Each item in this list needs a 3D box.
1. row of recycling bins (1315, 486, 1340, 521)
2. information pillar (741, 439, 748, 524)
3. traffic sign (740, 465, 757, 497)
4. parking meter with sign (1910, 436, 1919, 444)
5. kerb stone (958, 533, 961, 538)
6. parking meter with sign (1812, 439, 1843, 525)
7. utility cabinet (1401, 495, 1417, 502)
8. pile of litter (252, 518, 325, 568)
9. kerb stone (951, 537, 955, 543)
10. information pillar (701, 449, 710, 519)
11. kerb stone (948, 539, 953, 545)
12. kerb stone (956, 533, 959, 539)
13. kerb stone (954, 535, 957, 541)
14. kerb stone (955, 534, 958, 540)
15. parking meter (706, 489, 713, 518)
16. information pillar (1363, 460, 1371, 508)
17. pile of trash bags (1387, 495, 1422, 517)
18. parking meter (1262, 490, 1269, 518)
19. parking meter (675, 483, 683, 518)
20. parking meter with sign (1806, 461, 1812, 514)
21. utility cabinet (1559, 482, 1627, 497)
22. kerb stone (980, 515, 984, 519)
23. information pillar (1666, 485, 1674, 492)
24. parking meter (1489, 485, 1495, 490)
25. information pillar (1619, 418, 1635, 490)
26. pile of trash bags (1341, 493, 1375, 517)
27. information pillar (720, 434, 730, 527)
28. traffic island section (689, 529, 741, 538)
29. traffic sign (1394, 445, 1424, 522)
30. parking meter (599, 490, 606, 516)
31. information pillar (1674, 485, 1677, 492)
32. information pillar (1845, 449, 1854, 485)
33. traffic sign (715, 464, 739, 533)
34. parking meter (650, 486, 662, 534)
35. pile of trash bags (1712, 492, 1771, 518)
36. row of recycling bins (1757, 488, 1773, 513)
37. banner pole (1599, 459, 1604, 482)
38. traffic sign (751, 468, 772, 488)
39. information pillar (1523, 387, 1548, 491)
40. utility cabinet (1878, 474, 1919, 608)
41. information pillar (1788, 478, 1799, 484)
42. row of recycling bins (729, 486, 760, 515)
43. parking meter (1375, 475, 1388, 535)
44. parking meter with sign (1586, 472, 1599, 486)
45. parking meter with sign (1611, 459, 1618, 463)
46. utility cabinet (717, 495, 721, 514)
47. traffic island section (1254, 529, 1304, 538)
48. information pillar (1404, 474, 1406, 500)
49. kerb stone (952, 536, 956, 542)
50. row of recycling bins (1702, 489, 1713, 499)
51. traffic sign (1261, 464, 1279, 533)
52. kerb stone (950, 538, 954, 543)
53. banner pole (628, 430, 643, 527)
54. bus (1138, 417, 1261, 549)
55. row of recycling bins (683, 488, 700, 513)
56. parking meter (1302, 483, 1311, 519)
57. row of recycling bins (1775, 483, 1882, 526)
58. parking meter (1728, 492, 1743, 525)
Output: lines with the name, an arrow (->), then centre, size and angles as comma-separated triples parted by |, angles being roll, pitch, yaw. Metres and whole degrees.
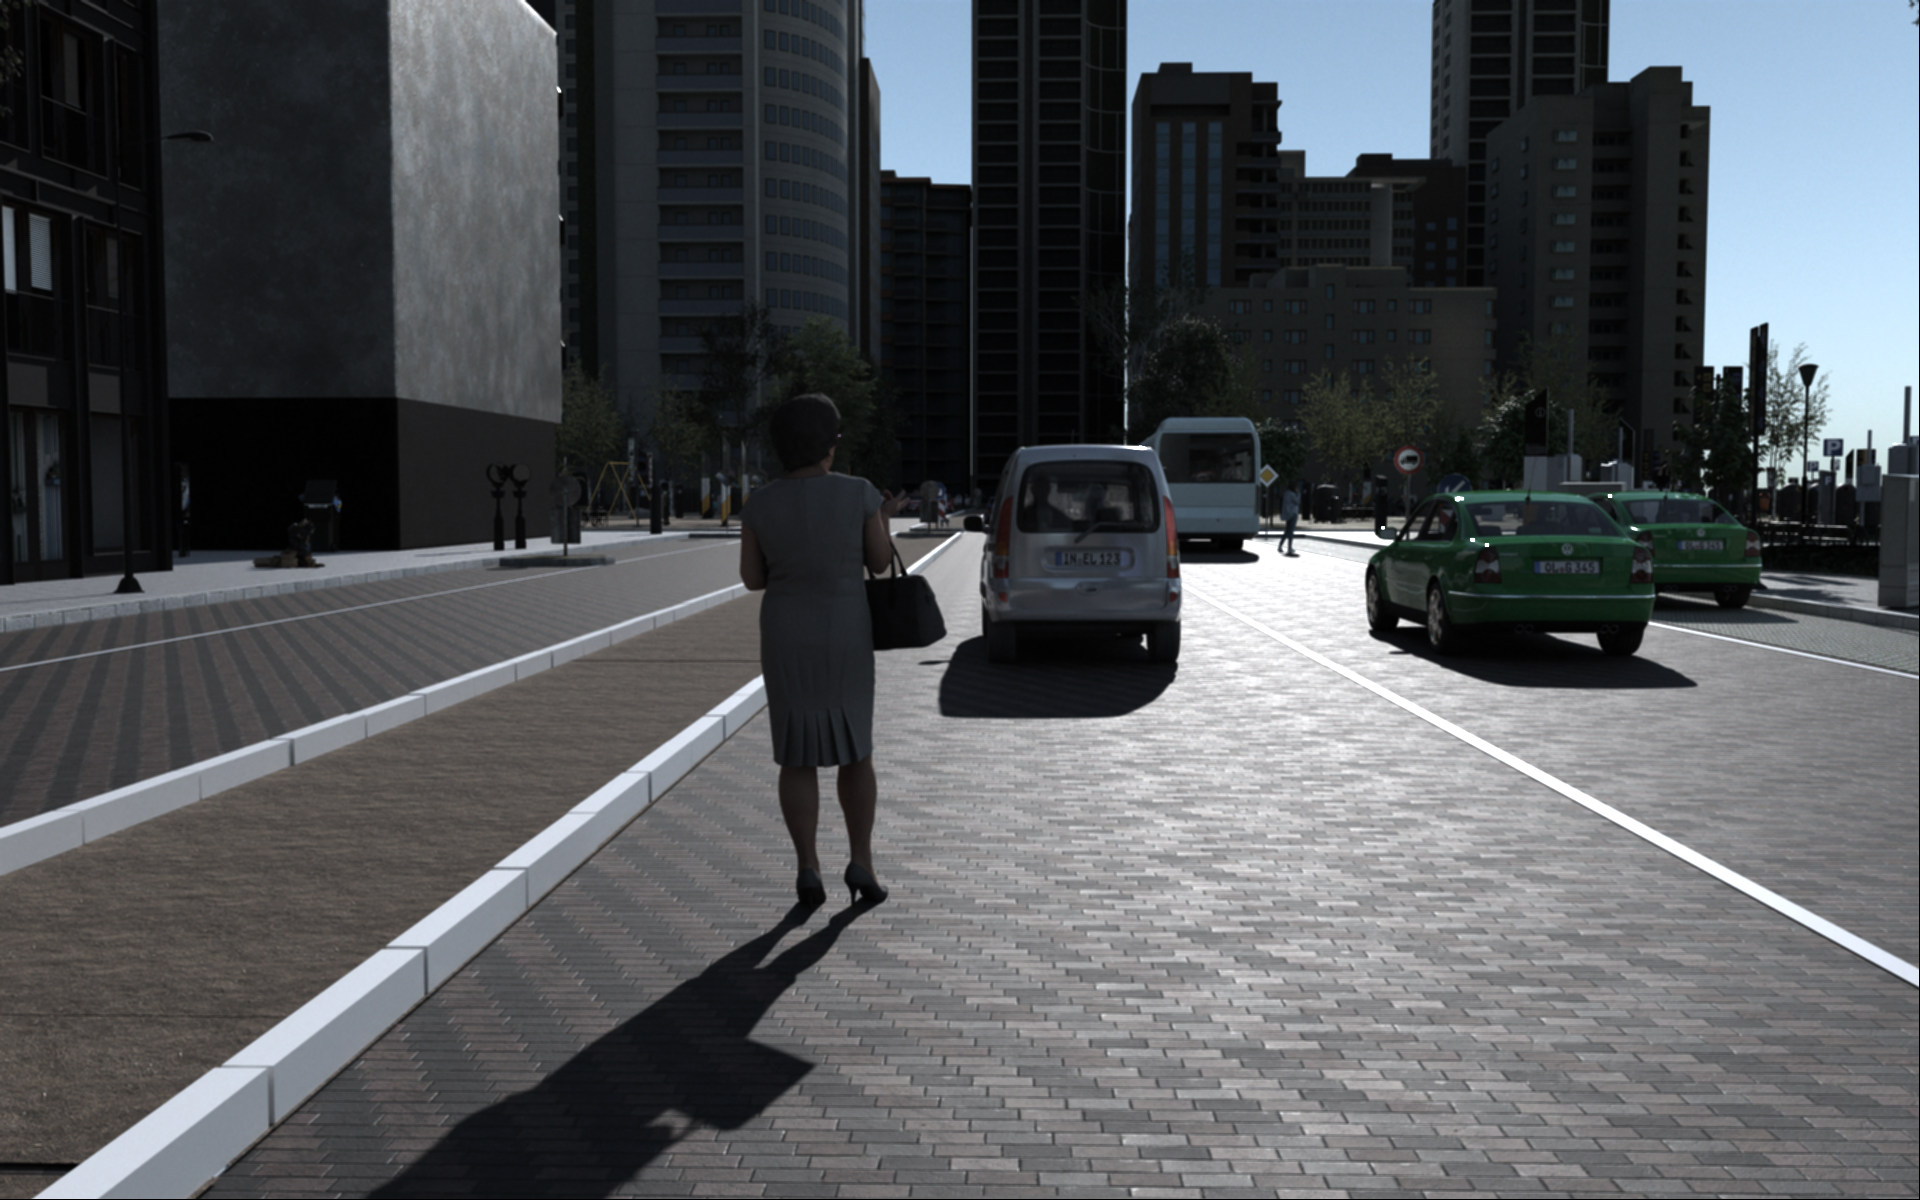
row of recycling bins -> 18.165, -4.786, 85.356 | 1.069, 1.692, 3.534 | 1, 4, 19
information pillar -> -9.151, -5.030, 73.598 | 0.183, 3.616, 0.504 | -2, 4, -26
traffic sign -> -9.233, -4.623, 75.689 | 0.768, 2.556, 0.104 | 0, 4, 6
parking meter with sign -> 28.466, -3.370, 51.363 | 0.543, 3.016, 1.738 | 2, 4, 25
kerb stone -> -0.127, -1.915, 53.580 | 0.120, 0.150, 1.000 | 0, 4, 2
parking meter with sign -> 27.864, -3.629, 55.598 | 0.543, 3.016, 1.738 | 1, 4, 18
utility cabinet -> 30.884, -6.606, 119.165 | 1.020, 1.237, 0.306 | 0, 4, 3
pile of litter -> -11.825, -1.009, 30.462 | 1.176, 0.858, 1.719 | -2, 4, -26
kerb stone -> -0.291, -1.607, 48.466 | 0.120, 0.150, 1.000 | 0, 4, 2
information pillar -> -13.146, -5.998, 89.421 | 0.504, 3.616, 0.183 | 2, 4, 35
kerb stone -> -0.344, -1.476, 46.423 | 0.120, 0.150, 1.000 | 0, 4, 2
kerb stone -> -0.167, -1.856, 52.559 | 0.120, 0.150, 1.000 | 0, 4, 2
kerb stone -> -0.225, -1.732, 50.516 | 0.120, 0.150, 1.000 | 0, 4, 2
kerb stone -> -0.199, -1.795, 51.538 | 0.120, 0.150, 1.000 | 0, 4, 2
parking meter -> -13.209, -5.078, 91.442 | 0.372, 1.533, 0.369 | 0, 3, 0
information pillar -> 27.191, -7.606, 115.708 | 0.504, 3.616, 0.183 | 2, 4, 23
pile of trash bags -> 26.192, -5.463, 99.070 | 3.447, 1.369, 1.912 | 0, 4, -2
parking meter -> 16.684, -5.265, 94.501 | 0.372, 1.533, 0.369 | 0, 3, 0
parking meter -> -14.941, -5.281, 92.055 | 0.399, 1.863, 0.255 | -2, 4, -31
parking meter with sign -> 43.615, -5.599, 87.797 | 0.543, 3.016, 1.738 | -2, 4, -24
utility cabinet -> 11.965, -1.476, 32.814 | 1.173, 1.500, 0.318 | 3, 4, 39
kerb stone -> 1.500, -5.275, 108.459 | 0.120, 0.150, 1.000 | 0, 4, 2
information pillar -> 54.805, -7.916, 133.925 | 0.304, 2.012, 0.304 | 3, 5, 43
parking meter -> 34.751, -6.567, 113.076 | 0.399, 1.863, 0.255 | 2, 4, 26
information pillar -> 20.469, -3.787, 53.280 | 0.183, 3.616, 0.504 | -3, 5, -41
pile of trash bags -> 21.255, -5.220, 95.100 | 3.447, 1.369, 1.912 | -2, 4, -27
information pillar -> -9.170, -4.668, 67.680 | 0.183, 3.616, 0.504 | 2, 4, 31
traffic island section -> -7.762, -2.161, 57.616 | 2.009, 0.180, 2.903 | 0, 4, 2
traffic sign -> 11.660, -2.748, 45.043 | 0.768, 2.556, 0.104 | 1, 4, 9
parking meter -> -20.538, -5.567, 99.428 | 0.372, 1.533, 0.369 | 0, 3, 0
information pillar -> 57.255, -8.221, 138.897 | 0.304, 2.012, 0.304 | -2, 4, -25
information pillar -> 46.362, -6.052, 90.299 | 0.183, 3.616, 0.504 | -1, 4, -13
traffic sign -> -7.738, -3.297, 57.553 | 0.795, 2.450, 0.064 | 0, 4, 2
parking meter -> -9.807, -2.901, 55.846 | 0.372, 1.533, 0.369 | 0, 3, 0
pile of trash bags -> 42.196, -5.164, 94.190 | 3.447, 1.369, 1.912 | 1, 4, 21
row of recycling bins -> 55.787, -6.924, 120.316 | 1.069, 1.692, 3.534 | 0, 4, -2
banner pole -> 43.583, -7.810, 117.716 | 0.401, 3.779, 0.863 | 3, 5, 41
traffic sign -> -7.502, -3.785, 65.535 | 0.795, 2.450, 0.064 | 0, 4, 2
information pillar -> 12.625, -2.851, 37.972 | 0.504, 3.616, 0.183 | 1, 4, 23
utility cabinet -> 10.824, -0.672, 19.673 | 1.173, 1.500, 0.318 | -3, 5, -44
information pillar -> 36.992, -4.430, 76.919 | 0.304, 2.012, 0.304 | -1, 4, -22
row of recycling bins -> -13.074, -6.085, 106.602 | 1.069, 1.692, 3.534 | 2, 4, 33
parking meter -> 13.122, -2.950, 53.952 | 0.255, 1.863, 0.399 | -1, 4, -11
parking meter with sign -> 50.144, -8.567, 136.332 | 0.543, 3.016, 1.738 | -3, 4, -36
parking meter with sign -> 32.217, -5.422, 84.908 | 0.543, 3.016, 1.738 | 1, 4, 19
utility cabinet -> -14.773, -5.988, 109.073 | 1.020, 1.237, 0.306 | 1, 4, 15
traffic island section -> 10.121, -2.129, 57.082 | 2.009, 0.180, 2.903 | 0, 4, 2
information pillar -> 27.486, -7.045, 106.537 | 0.183, 3.616, 0.504 | -1, 4, -19
kerb stone -> -0.261, -1.670, 49.492 | 0.120, 0.150, 1.000 | 0, 4, 2
row of recycling bins -> 58.290, -7.838, 135.264 | 3.534, 1.692, 1.069 | 1, 4, 23
traffic sign -> 10.097, -3.264, 57.006 | 0.795, 2.450, 0.064 | 0, 4, 2
kerb stone -> -0.312, -1.543, 47.444 | 0.120, 0.150, 1.000 | 0, 4, 2
banner pole -> -12.696, -4.737, 67.463 | 0.401, 3.779, 0.863 | -3, 5, -43
bus -> 6.326, -3.260, 48.154 | 2.948, 3.499, 13.247 | 0, 4, 4
row of recycling bins -> -18.809, -6.919, 120.231 | 1.069, 1.692, 3.534 | 0, 4, 7
parking meter -> 17.546, -5.022, 87.813 | 0.255, 1.863, 0.399 | -3, 5, -42
row of recycling bins -> 32.462, -3.512, 64.539 | 3.534, 1.692, 1.069 | 1, 4, 16
parking meter -> 22.850, -2.607, 51.036 | 0.372, 1.533, 0.369 | 0, 3, 0
